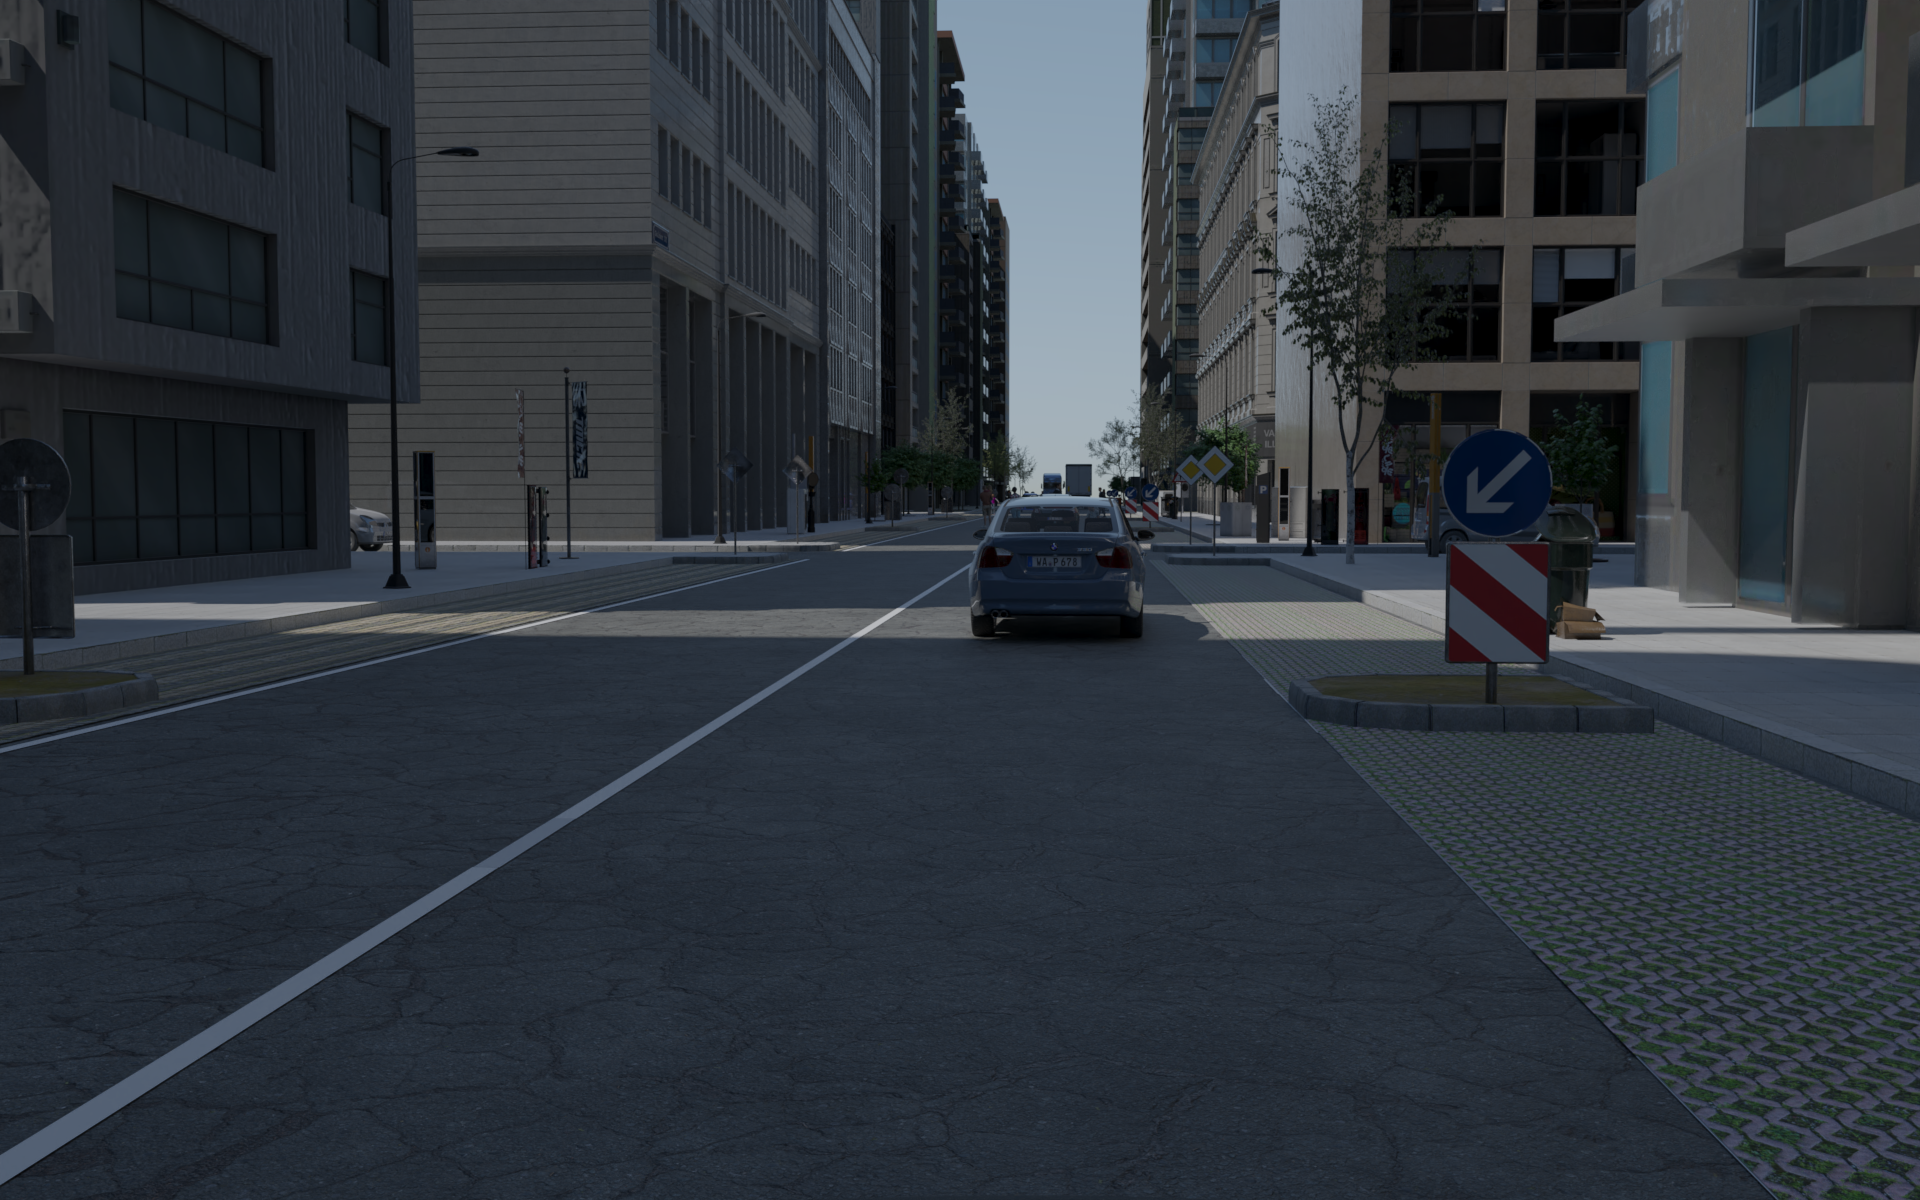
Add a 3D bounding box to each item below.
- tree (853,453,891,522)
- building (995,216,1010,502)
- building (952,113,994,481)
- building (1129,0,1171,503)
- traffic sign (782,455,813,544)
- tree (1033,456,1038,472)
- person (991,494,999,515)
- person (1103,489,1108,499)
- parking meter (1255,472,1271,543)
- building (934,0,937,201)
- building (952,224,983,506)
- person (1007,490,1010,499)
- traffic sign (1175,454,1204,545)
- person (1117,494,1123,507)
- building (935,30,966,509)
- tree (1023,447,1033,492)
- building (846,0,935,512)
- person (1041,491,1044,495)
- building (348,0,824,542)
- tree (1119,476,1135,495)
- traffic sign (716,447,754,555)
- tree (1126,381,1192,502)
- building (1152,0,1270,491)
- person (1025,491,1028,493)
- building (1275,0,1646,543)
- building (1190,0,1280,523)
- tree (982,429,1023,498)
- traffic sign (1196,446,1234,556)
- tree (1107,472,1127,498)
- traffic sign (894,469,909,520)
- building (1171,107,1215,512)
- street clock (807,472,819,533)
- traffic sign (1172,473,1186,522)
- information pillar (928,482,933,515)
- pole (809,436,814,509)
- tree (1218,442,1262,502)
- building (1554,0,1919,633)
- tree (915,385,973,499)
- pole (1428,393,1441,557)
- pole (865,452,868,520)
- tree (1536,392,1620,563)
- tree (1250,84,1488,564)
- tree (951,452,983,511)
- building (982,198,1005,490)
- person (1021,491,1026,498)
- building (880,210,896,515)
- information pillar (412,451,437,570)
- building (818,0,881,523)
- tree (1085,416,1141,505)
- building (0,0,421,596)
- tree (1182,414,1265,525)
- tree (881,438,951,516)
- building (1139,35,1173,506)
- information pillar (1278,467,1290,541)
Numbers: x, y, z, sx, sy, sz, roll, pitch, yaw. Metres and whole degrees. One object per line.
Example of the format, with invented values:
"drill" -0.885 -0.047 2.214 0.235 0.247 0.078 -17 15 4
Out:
"tree" -3.905 -5.292 81.125 1.663 3.219 1.824 0 3 0
"building" 0.546 -37.985 271.163 14.600 45.320 14.200 0 4 4
"building" -7.963 -36.747 220.426 23.786 49.044 30.456 0 4 4
"building" 34.101 -49.091 240.889 20.563 71.187 20.611 0 4 4
"traffic sign" -4.179 -2.502 44.550 0.795 2.450 0.064 0 4 4
"tree" 9.204 -18.730 256.589 4.737 8.622 4.395 0 3 0
"person" 2.289 -6.682 120.970 0.991 1.433 0.599 1 4 22
"person" 10.650 -7.303 127.933 0.705 1.821 1.348 -1 4 -16
"parking meter" 7.929 -2.427 45.395 0.399 1.863 0.255 1 4 10
"building" -9.323 -30.037 141.208 14.600 45.320 14.200 0 4 4
"building" -4.969 -25.242 184.401 14.160 30.474 14.107 0 4 4
"person" 3.661 -7.162 126.308 0.721 1.735 1.217 0 4 -7
"traffic sign" 5.838 -2.457 43.816 0.795 2.450 0.064 0 4 4
"person" 11.724 -7.072 127.381 0.557 1.426 1.065 3 5 43
"building" -11.009 -31.087 162.893 22.147 44.769 28.867 0 4 4
"tree" 5.813 -16.016 212.224 4.737 8.622 4.395 0 3 0
"building" -9.406 -27.109 126.819 14.154 41.232 14.086 0 4 4
"person" 8.496 -10.308 177.590 0.434 1.755 0.990 2 4 29
"building" -12.560 -17.334 60.908 11.434 29.767 29.804 0 4 4
"tree" 18.152 -11.700 185.888 1.663 3.219 1.824 0 3 0
"traffic sign" -4.749 -2.015 36.585 0.795 2.450 0.064 0 4 4
"tree" 12.799 -9.893 112.113 4.360 8.622 3.978 0 3 0
"building" 29.426 -32.655 153.520 23.786 49.044 30.456 0 4 4
"person" 6.470 -9.880 170.828 0.721 1.735 1.217 -1 4 -20
"building" 27.943 -15.183 52.752 34.151 26.468 19.350 0 4 4
"building" 22.534 -19.512 95.432 17.030 29.872 44.131 0 4 4
"tree" 3.973 -14.930 194.465 4.737 8.622 4.395 0 3 0
"traffic sign" 5.268 -1.970 35.851 0.795 2.450 0.064 0 4 4
"tree" 23.848 -16.925 260.439 4.285 4.588 4.351 0 3 0
"traffic sign" -2.942 -5.277 86.392 0.768 2.556 0.104 1 4 9
"building" 23.199 -22.051 132.234 14.160 30.474 14.107 0 4 4
"street clock" -4.958 -3.247 57.652 0.471 2.002 0.358 -3 5 -40
"traffic sign" 10.158 -4.862 79.498 0.884 2.594 0.081 1 4 10
"information pillar" -1.809 -6.142 104.910 0.304 2.012 0.304 0 4 -1
"pole" -5.230 -4.108 61.009 0.158 3.312 0.155 0 3 0
"tree" 10.292 -4.297 64.855 1.663 3.219 1.824 0 3 0
"building" 18.080 -23.845 9.479 23.786 49.044 30.456 0 4 4
"tree" -1.044 -10.234 117.680 4.360 8.622 3.978 0 3 0
"pole" 9.622 -2.524 35.110 0.158 3.312 0.155 0 3 0
"pole" -4.483 -5.489 83.590 0.158 3.312 0.155 0 3 0
"tree" 11.845 -2.346 32.957 1.663 3.219 1.824 0 3 0
"tree" 7.196 -4.958 31.429 4.360 8.622 3.978 0 3 0
"tree" -1.650 -7.909 113.018 4.285 4.588 4.351 0 3 0
"building" -4.985 -36.416 250.026 22.147 44.769 28.867 0 4 4
"person" 6.553 -10.018 173.026 1.217 1.736 0.721 1 4 12
"building" -10.841 -16.798 104.327 12.332 23.373 15.834 0 4 4
"information pillar" -9.119 -1.530 29.506 0.304 2.012 0.304 -2 4 -31
"building" -11.082 -16.381 85.845 12.078 24.808 19.932 0 4 4
"tree" 19.276 -16.582 205.527 8.767 10.594 7.601 -3 5 -40
"building" -16.709 -15.572 26.298 14.107 30.474 14.160 0 4 4
"tree" 10.843 -5.369 71.504 4.285 4.588 4.351 0 3 0
"tree" -3.194 -7.137 100.407 4.285 4.588 4.351 0 3 0
"building" 29.955 -34.029 180.078 21.300 48.544 21.600 0 4 4
"information pillar" 8.894 -2.632 47.522 0.304 2.012 0.304 1 4 11
